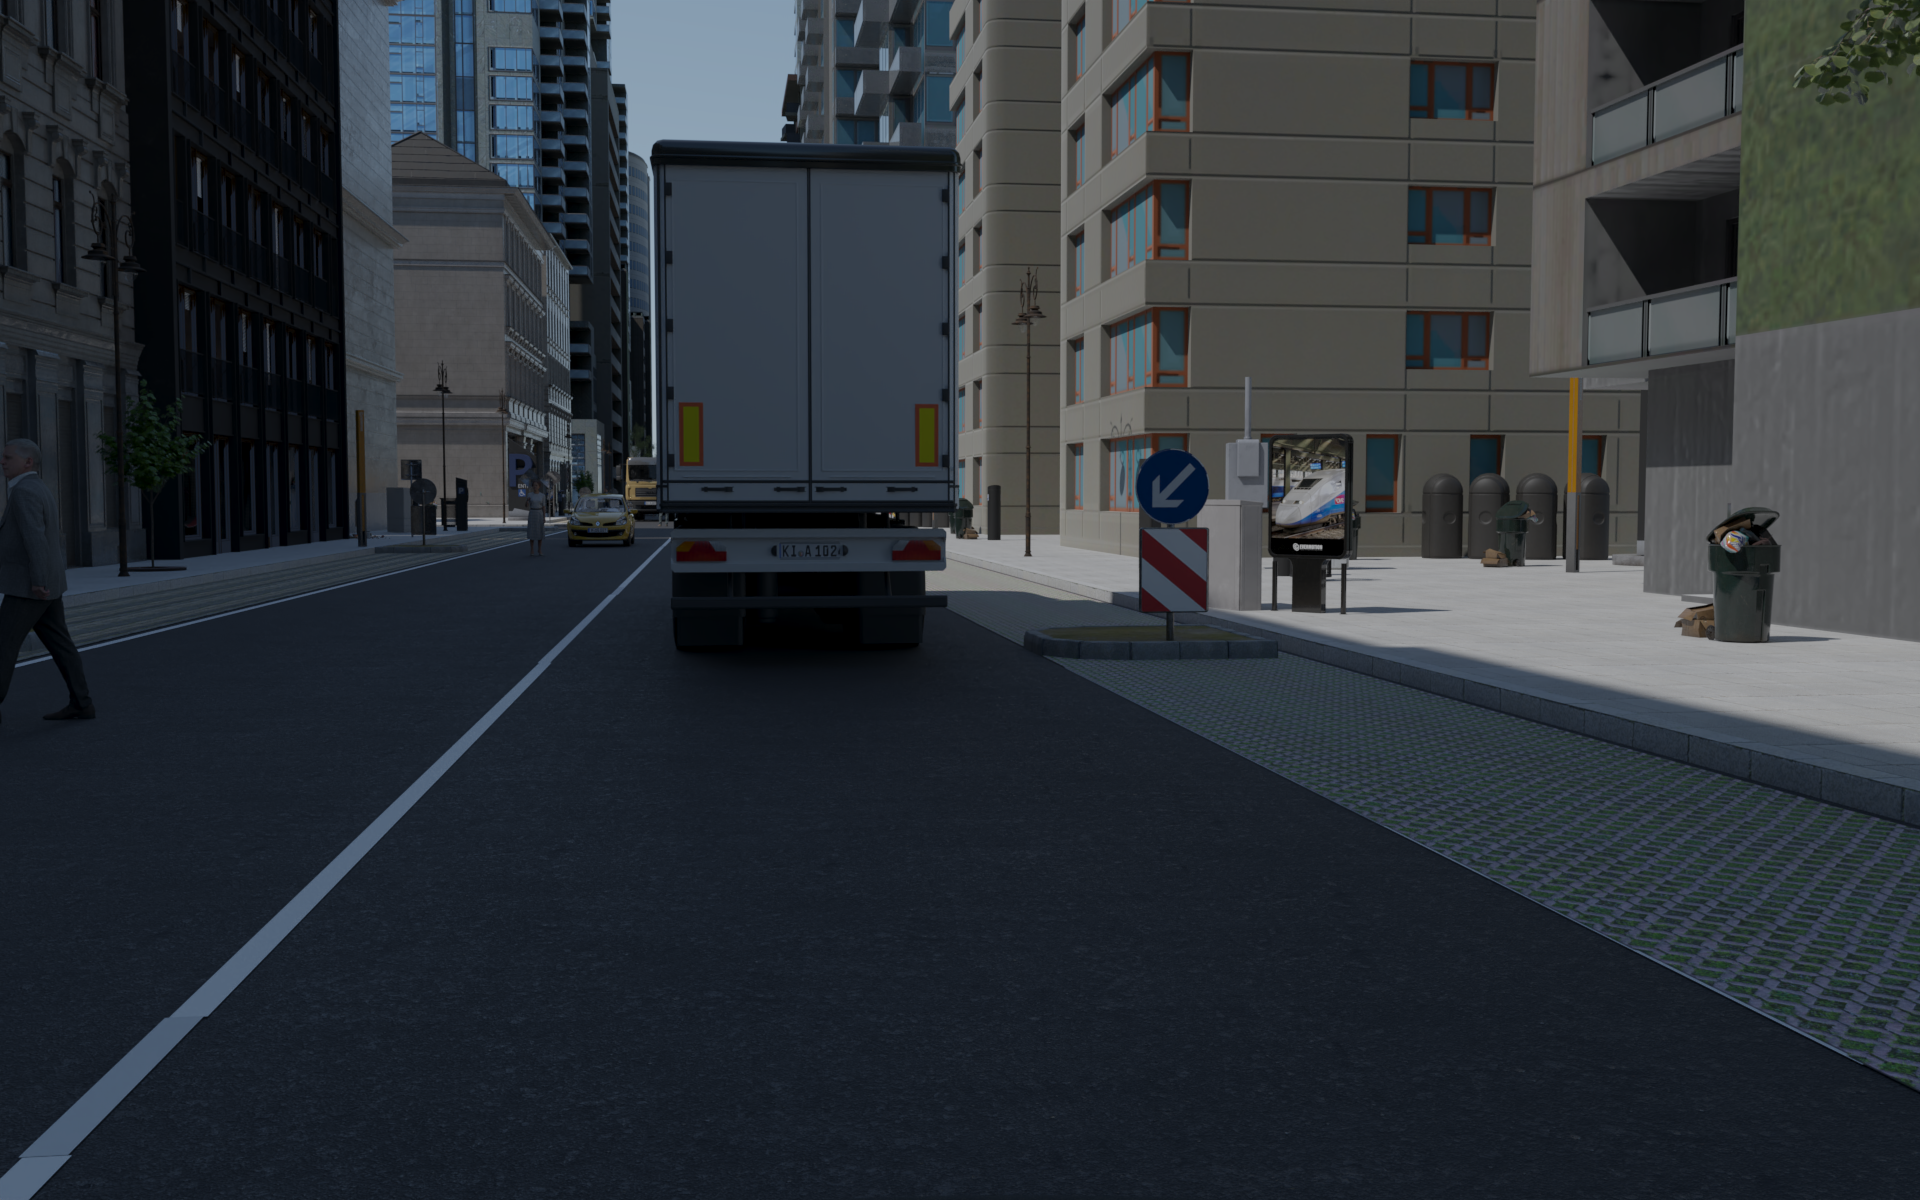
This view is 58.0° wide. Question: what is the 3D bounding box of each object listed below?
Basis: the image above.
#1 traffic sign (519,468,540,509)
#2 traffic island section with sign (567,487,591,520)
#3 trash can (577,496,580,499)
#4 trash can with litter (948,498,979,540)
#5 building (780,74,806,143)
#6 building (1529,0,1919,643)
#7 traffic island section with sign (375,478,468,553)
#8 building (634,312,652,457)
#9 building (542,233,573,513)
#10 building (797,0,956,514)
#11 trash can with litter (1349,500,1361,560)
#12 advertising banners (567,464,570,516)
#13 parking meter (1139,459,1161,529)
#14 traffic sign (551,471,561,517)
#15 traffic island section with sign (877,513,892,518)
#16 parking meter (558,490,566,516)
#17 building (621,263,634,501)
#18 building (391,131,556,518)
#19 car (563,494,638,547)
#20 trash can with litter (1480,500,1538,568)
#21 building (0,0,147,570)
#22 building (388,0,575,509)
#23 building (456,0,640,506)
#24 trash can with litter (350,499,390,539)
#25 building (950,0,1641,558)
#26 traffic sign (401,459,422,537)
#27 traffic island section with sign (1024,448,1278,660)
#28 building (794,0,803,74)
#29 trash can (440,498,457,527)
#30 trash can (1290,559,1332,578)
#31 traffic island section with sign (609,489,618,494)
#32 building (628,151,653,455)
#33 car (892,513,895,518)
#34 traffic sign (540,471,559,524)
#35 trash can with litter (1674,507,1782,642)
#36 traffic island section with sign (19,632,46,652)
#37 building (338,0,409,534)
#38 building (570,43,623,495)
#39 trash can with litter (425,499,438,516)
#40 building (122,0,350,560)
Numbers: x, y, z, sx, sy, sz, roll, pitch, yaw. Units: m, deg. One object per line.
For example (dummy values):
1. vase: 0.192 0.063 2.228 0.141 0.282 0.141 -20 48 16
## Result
1. traffic sign: -16.638 -3.877 67.039 0.795 2.450 0.064 0 4 -8
2. traffic island section with sign: -20.792 -5.363 96.311 1.989 1.847 2.006 0 4 -8
3. trash can: -25.837 -6.544 118.645 0.748 1.137 0.748 0 3 0
4. trash can with litter: 0.245 -2.315 49.236 0.624 1.170 1.055 -2 4 -26
5. building: -7.347 -32.201 181.111 22.147 44.769 28.867 0 4 -8
6. building: 14.593 -20.524 19.165 14.154 41.232 14.086 0 4 -8
7. traffic island section with sign: -13.221 -2.080 42.637 1.989 1.847 2.006 0 4 -8
8. building: -55.266 -30.424 269.138 14.160 30.474 14.107 0 4 -8
9. building: -33.197 -16.769 123.316 9.793 20.994 18.267 0 4 -8
10. building: -1.256 -31.620 136.602 23.786 49.044 30.456 0 4 -8
11. trash can with litter: 7.290 -1.374 33.845 1.055 1.170 0.624 2 4 33
12. advertising banners: -23.363 -6.551 103.290 0.090 3.025 2.074 -1 4 -10
13. parking meter: 3.156 -1.408 28.733 0.255 1.863 0.399 2 4 32
14. traffic sign: -22.317 -5.810 95.106 0.768 2.556 0.104 0 4 -1
15. traffic island section with sign: -2.202 -2.105 43.045 1.989 1.847 2.006 0 4 -8
16. parking meter: -26.583 -6.579 115.978 0.372 1.533 0.369 0 3 0
17. building: -47.011 -26.635 207.185 14.160 30.474 14.107 0 4 -8
18. building: -29.029 -14.861 93.890 10.553 20.767 40.483 0 4 -8
19. car: -10.025 -2.340 48.486 2.015 1.641 3.980 -1 4 -8
20. trash can with litter: 9.655 -1.169 30.500 1.055 1.170 0.624 -3 5 -44
21. building: -19.015 -10.642 23.150 9.793 20.994 18.267 0 4 -8
22. building: -44.529 -51.875 160.827 22.319 86.520 31.000 0 4 -8
23. building: -56.659 -56.992 244.498 22.319 86.520 31.000 0 4 -8
24. trash can with litter: -17.322 -2.417 50.568 1.678 1.210 2.233 0 4 -6
25. building: 15.332 -12.539 50.057 27.650 21.520 28.899 0 4 -8
26. traffic sign: -16.227 -3.005 51.260 0.606 2.300 0.079 0 4 -7
27. traffic island section with sign: 1.638 -0.440 15.815 1.989 1.847 2.006 0 4 -8
28. building: -11.092 -54.894 210.181 22.319 86.520 31.000 0 4 -8
29. trash can: -19.827 -3.398 67.215 0.748 1.137 0.748 0 3 0
30. trash can: 5.187 -0.852 25.586 0.748 1.137 0.748 0 3 0
31. traffic island section with sign: -24.598 -7.010 123.246 1.989 1.847 2.006 0 4 -8
32. building: -62.733 -45.724 289.577 21.231 58.520 28.212 0 4 -8
33. car: -0.941 -3.940 74.636 3.980 1.641 2.015 -1 4 -8
34. traffic sign: -17.754 -4.361 74.946 0.795 2.450 0.064 0 4 -8
35. trash can with litter: 6.706 -0.237 15.269 0.624 1.170 1.055 -1 4 -13
36. traffic island section with sign: -9.454 -0.446 15.913 1.989 1.847 2.006 0 4 -8
37. building: -31.172 -16.472 56.702 23.554 28.519 14.401 0 4 -8
38. building: -48.261 -34.530 188.259 21.300 48.544 21.600 0 4 -8
39. trash can with litter: -22.991 -3.855 74.413 1.055 1.170 0.624 -1 4 -18
40. building: -22.386 -12.864 39.998 12.332 23.373 15.834 0 4 -8
